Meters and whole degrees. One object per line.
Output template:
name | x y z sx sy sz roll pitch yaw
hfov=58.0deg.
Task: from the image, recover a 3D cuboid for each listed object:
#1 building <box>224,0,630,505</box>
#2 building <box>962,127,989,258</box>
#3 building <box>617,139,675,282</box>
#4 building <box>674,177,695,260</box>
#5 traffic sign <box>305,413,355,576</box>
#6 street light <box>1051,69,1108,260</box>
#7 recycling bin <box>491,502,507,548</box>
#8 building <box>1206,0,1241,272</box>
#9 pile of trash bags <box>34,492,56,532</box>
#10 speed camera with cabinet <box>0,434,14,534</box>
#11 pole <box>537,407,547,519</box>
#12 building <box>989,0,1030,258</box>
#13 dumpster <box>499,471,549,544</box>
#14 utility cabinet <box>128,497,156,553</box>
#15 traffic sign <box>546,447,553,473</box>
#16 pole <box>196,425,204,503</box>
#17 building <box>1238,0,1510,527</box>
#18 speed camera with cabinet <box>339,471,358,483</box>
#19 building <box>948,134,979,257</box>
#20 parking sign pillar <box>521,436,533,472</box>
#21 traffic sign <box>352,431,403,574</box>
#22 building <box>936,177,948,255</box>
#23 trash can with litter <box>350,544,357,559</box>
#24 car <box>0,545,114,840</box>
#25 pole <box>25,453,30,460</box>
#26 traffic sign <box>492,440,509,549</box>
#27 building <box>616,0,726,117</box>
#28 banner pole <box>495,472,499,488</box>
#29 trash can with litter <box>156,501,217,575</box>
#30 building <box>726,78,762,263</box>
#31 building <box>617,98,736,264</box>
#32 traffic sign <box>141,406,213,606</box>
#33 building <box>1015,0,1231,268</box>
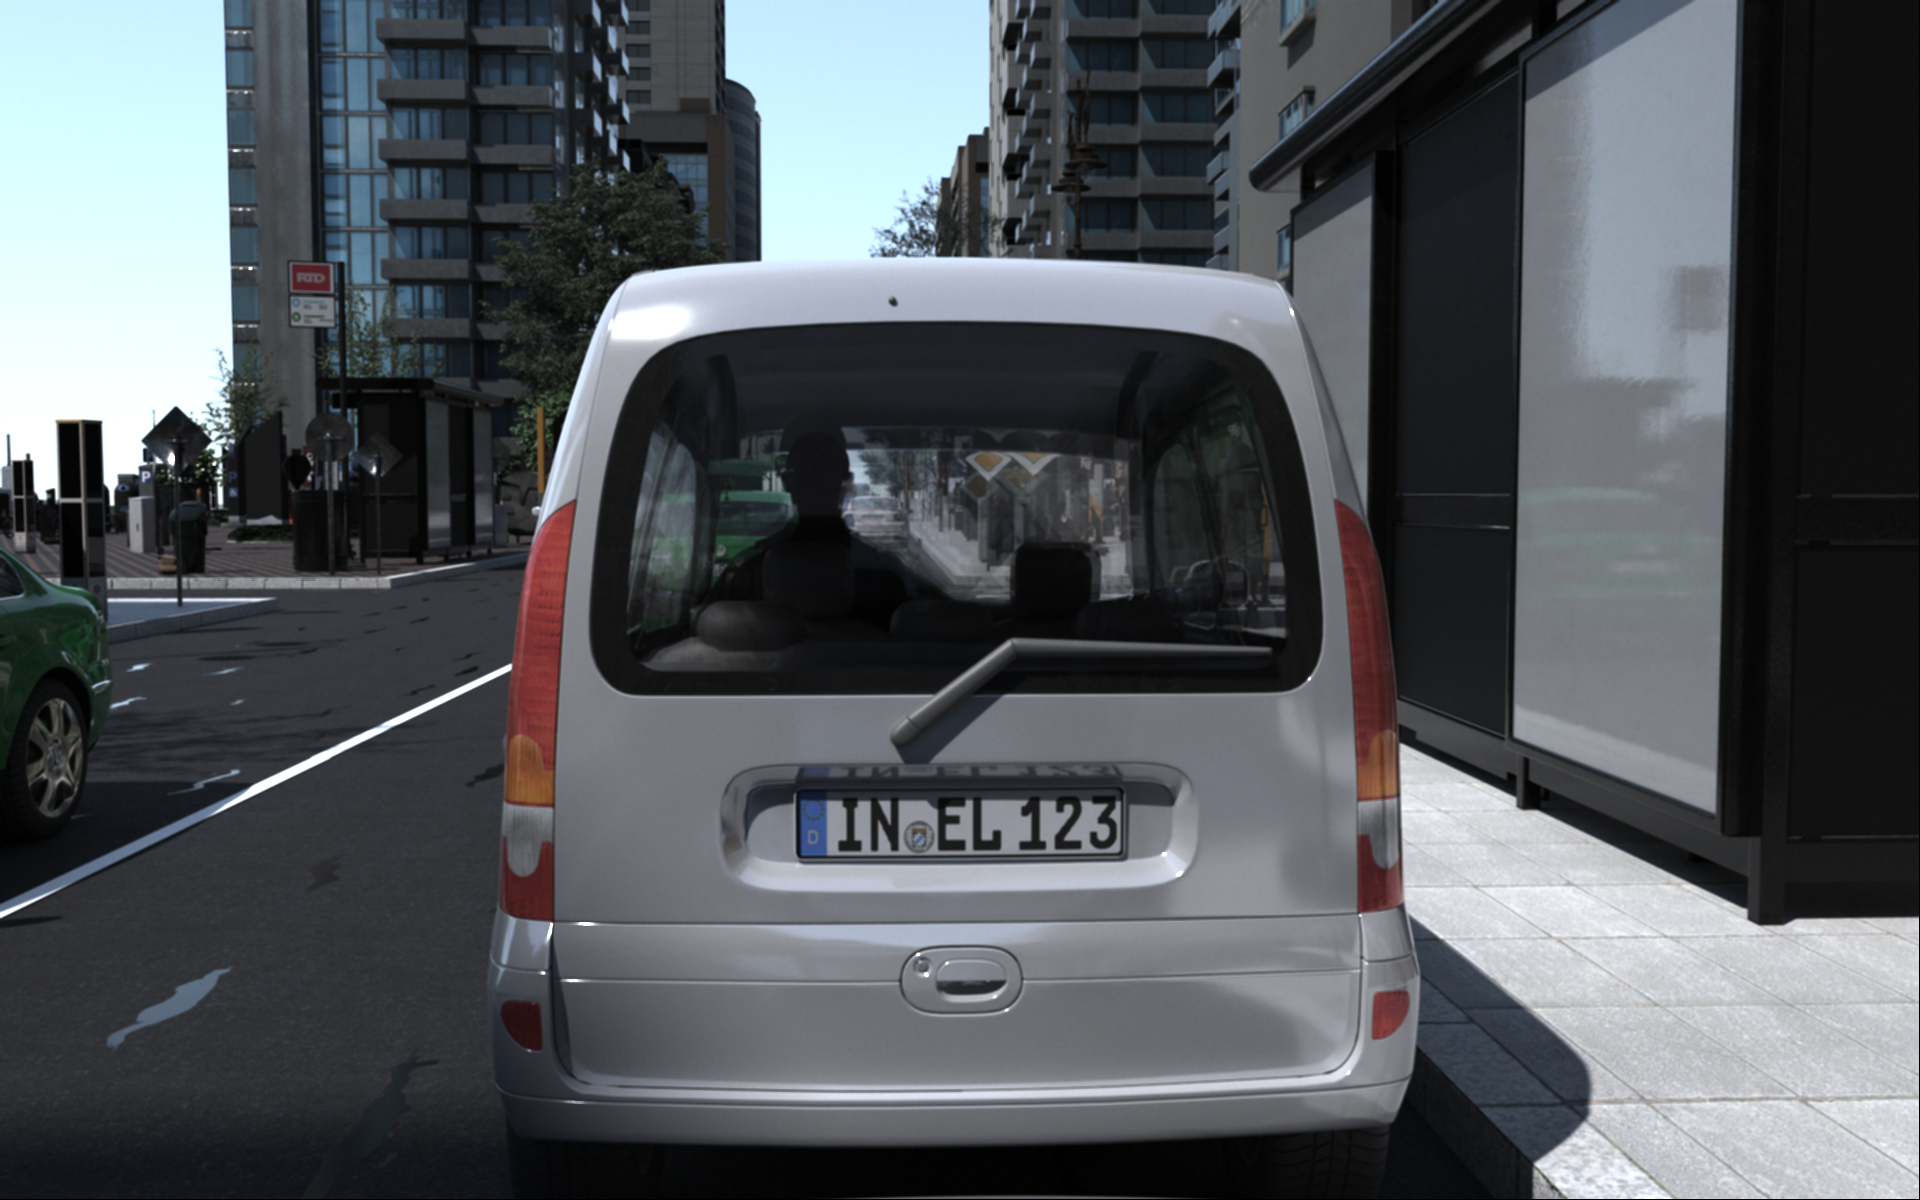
building | -34.571 -30.400 116.655 23.786 49.044 30.456 0 4 -3
building | 7.486 -34.365 211.973 14.600 45.320 14.200 0 4 -3
building | -31.362 -22.564 140.621 14.160 30.474 14.107 0 4 -3
building | -31.336 -23.433 154.831 14.160 30.474 14.107 0 4 -3
traffic sign | -9.881 -1.656 27.176 0.768 2.556 0.104 0 4 -2
street light | 1.319 -2.854 19.449 0.468 5.910 1.993 0 4 -3
recycling bin | -11.298 -1.758 41.291 0.722 1.027 0.722 2 4 28
building | 20.794 -47.229 84.866 22.319 86.520 31.000 0 4 -3
pile of trash bags | -31.562 -3.074 60.011 3.447 1.369 1.912 3 4 36
speed camera with cabinet | -31.099 -3.792 56.336 0.660 3.252 2.038 0 4 0
pole | -9.829 -2.868 40.736 0.158 3.312 0.155 0 3 0
building | 16.866 -34.784 157.953 28.713 52.752 27.495 0 4 -3
dumpster | -11.047 -2.364 44.415 1.264 1.857 1.865 0 4 -3
utility cabinet | -18.039 -1.653 38.192 0.306 1.237 1.020 -3 5 -40
traffic sign | -10.862 -2.847 46.656 0.768 2.556 0.104 0 4 2
pole | -22.412 -3.497 51.025 0.158 3.312 0.155 0 3 0
building | 18.919 -25.849 46.326 21.600 48.544 21.300 0 4 -3
speed camera with cabinet | -24.684 -4.532 68.429 0.660 3.252 2.038 2 4 32
building | 9.881 -37.080 229.961 21.300 48.544 21.600 0 4 -3
parking sign pillar | -12.908 -3.989 53.697 1.447 3.967 1.447 0 4 3
traffic sign | -9.323 -1.474 27.747 0.795 2.450 0.064 0 4 -3
building | 7.583 -38.413 251.761 21.300 48.544 21.600 0 4 -3
trash can with litter | -12.315 -1.380 33.946 0.624 1.170 1.055 0 4 8
car | -4.589 0.182 5.816 1.959 1.807 4.718 0 4 -3
pole | -46.542 -5.671 86.560 0.158 3.312 0.155 0 3 0
traffic sign | -10.925 -2.473 40.532 0.768 2.556 0.104 0 4 0
building | -37.663 -47.641 217.179 20.563 71.187 20.611 0 4 -3
banner pole | -22.367 -5.662 82.590 0.863 3.779 0.401 1 4 15
trash can with litter | -12.501 -1.013 27.948 0.624 1.170 1.055 0 4 1
building | -39.091 -42.815 242.027 21.231 58.520 28.212 0 4 -3
building | -33.362 -33.628 199.921 14.600 45.320 14.200 0 4 -3
traffic sign | -8.929 -0.987 19.772 0.795 2.450 0.064 0 4 -3
building | 15.840 -31.143 128.792 23.786 49.044 30.456 0 4 -3
